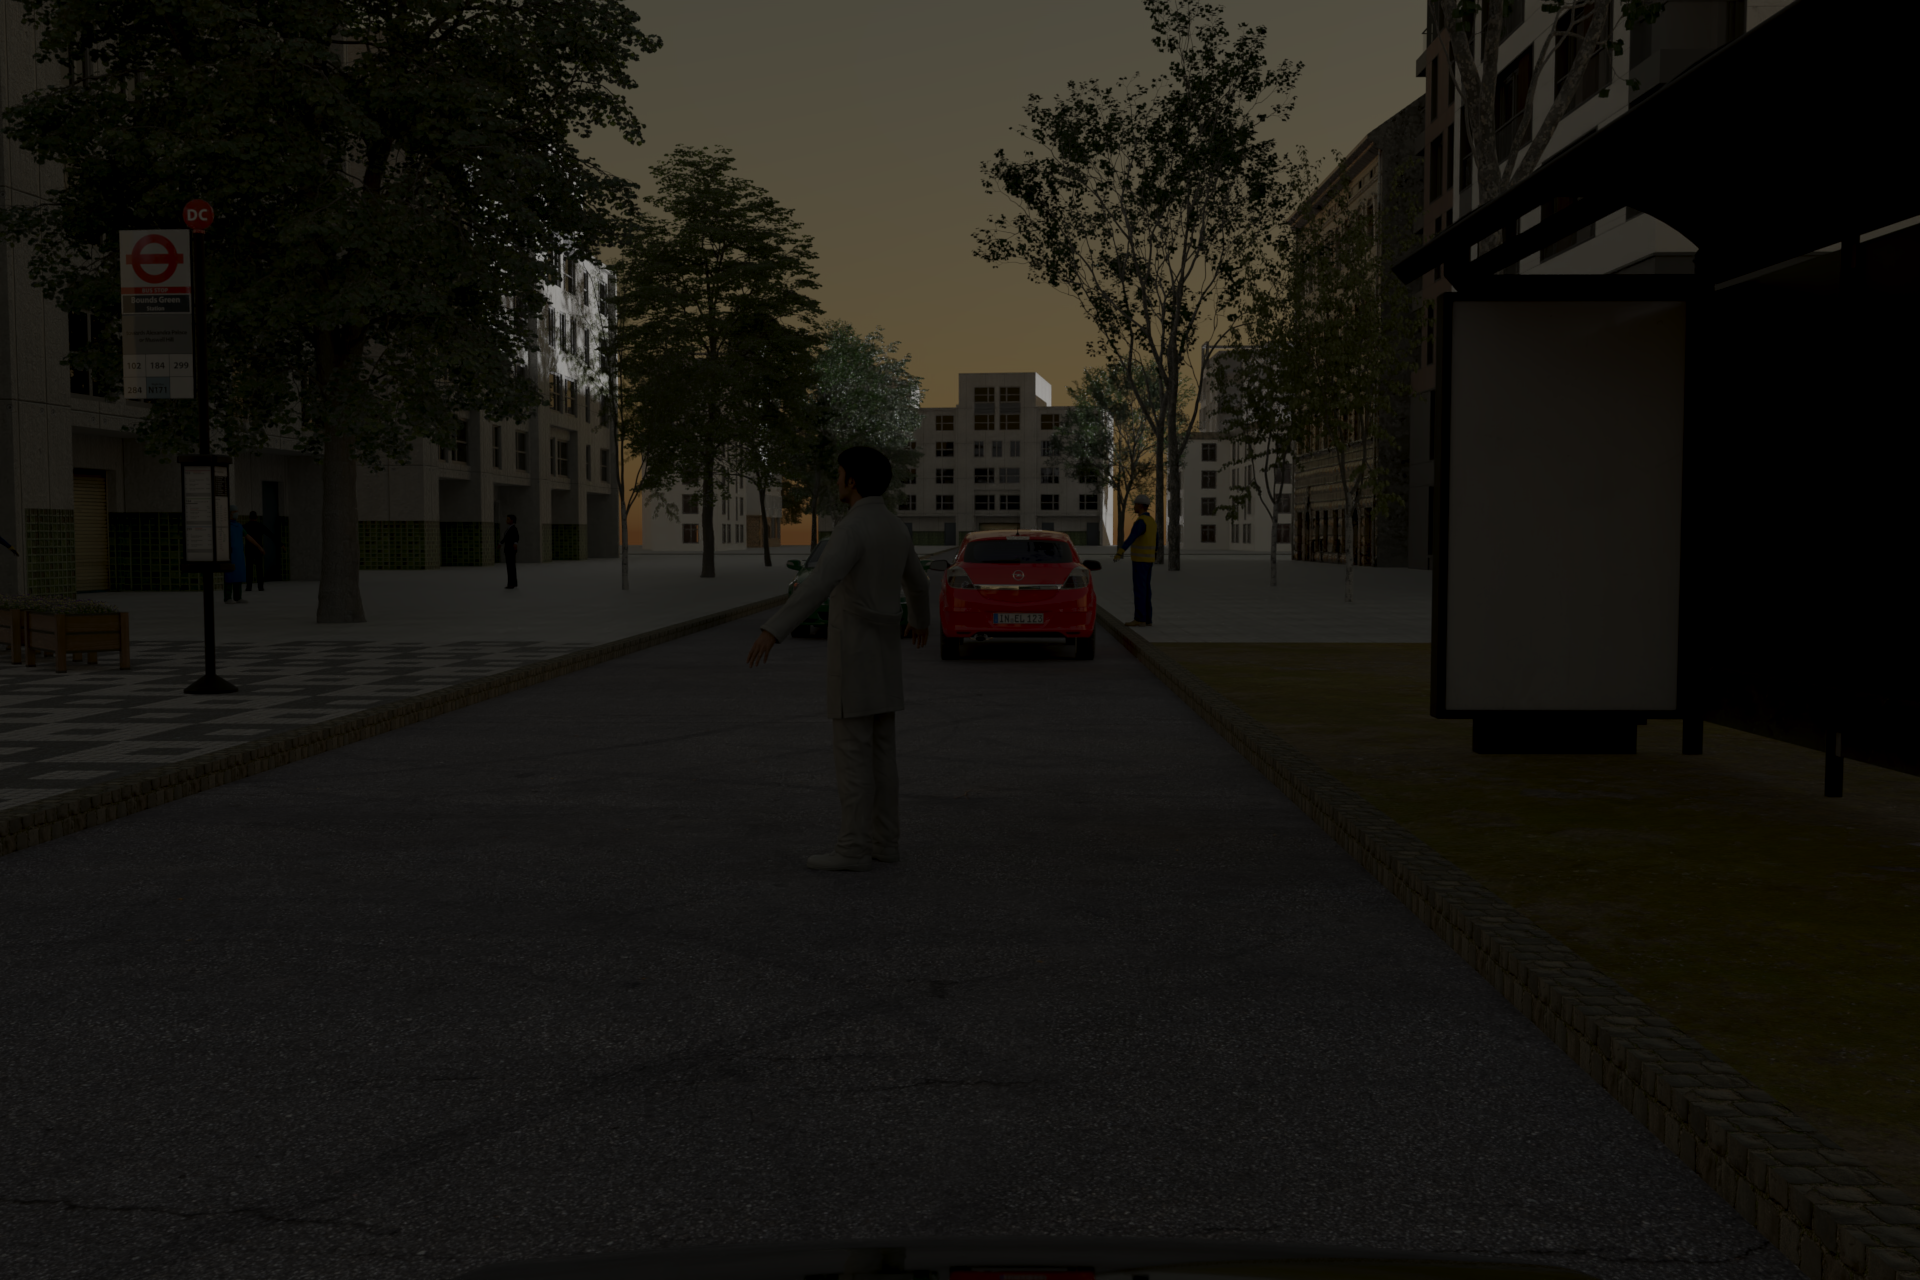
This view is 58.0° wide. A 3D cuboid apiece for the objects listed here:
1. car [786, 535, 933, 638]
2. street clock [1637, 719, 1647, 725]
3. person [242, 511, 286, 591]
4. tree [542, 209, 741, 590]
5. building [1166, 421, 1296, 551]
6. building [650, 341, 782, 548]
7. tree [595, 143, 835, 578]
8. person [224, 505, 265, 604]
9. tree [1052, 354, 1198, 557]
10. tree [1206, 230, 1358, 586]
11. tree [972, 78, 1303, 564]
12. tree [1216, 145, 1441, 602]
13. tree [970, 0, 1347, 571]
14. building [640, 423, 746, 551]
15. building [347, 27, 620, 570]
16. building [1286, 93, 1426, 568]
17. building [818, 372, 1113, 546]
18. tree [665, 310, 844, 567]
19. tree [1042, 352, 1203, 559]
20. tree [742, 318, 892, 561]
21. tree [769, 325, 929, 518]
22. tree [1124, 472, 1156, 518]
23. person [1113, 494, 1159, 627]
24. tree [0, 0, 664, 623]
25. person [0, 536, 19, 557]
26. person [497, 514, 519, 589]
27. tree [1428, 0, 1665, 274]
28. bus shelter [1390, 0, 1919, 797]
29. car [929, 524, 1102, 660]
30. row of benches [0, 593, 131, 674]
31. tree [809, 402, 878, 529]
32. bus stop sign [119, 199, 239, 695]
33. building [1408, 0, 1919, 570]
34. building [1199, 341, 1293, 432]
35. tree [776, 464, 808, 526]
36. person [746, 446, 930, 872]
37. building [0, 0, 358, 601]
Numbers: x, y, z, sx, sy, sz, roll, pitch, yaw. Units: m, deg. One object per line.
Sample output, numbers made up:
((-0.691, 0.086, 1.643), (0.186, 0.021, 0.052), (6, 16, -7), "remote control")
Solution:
((-1.416, -0.837, 25.487), (2.131, 1.459, 4.920), (0, 4, 1), "car")
((4.525, -0.434, 11.665), (0.358, 2.002, 0.471), (0, 4, 2), "street clock")
((-15.896, -2.004, 38.992), (1.346, 1.802, 0.704), (-2, 4, -24), "person")
((-7.908, -5.465, 39.711), (4.360, 8.622, 3.978), (0, 3, 0), "tree")
((22.847, -12.261, 142.611), (9.099, 9.664, 28.070), (0, 4, 1), "building")
((-23.787, -18.931, 165.935), (16.016, 20.090, 11.380), (0, 4, 2), "building")
((-7.242, -8.139, 51.196), (7.486, 12.596, 7.792), (0, 3, 0), "tree")
((-13.361, -1.575, 31.885), (0.704, 1.817, 1.347), (1, 4, 20), "person")
((9.264, -10.562, 98.440), (9.928, 11.665, 9.643), (0, 3, 0), "tree")
((7.806, -5.652, 42.769), (4.737, 8.622, 4.395), (0, 3, 0), "tree")
((7.180, -13.317, 73.621), (12.611, 20.169, 13.585), (0, 3, 0), "tree")
((7.167, -5.015, 32.352), (4.737, 8.622, 4.395), (0, 3, 0), "tree")
((6.606, -12.412, 58.818), (12.611, 20.169, 13.585), (0, 3, 0), "tree")
((-22.281, -12.404, 144.951), (9.099, 9.664, 28.070), (0, 4, 2), "building")
((-26.971, -12.863, 76.763), (16.747, 18.905, 31.486), (0, 4, 1), "building")
((25.289, -14.903, 74.587), (19.493, 23.208, 18.063), (0, 4, 1), "building")
((1.117, -20.077, 197.168), (31.486, 18.905, 16.747), (1, 4, 9), "building")
((-7.869, -8.195, 68.399), (7.601, 10.594, 8.767), (2, 4, 31), "tree")
((8.253, -9.453, 88.968), (8.767, 10.594, 7.601), (1, 4, 11), "tree")
((-6.854, -9.595, 82.632), (9.928, 11.665, 9.643), (0, 3, 0), "tree")
((-6.644, -12.170, 105.637), (9.857, 13.997, 8.962), (0, 3, 0), "tree")
((20.428, -14.920, 194.301), (4.737, 8.622, 4.395), (0, 3, 0), "tree")
((2.508, -1.110, 24.117), (0.705, 1.833, 1.349), (2, 4, 29), "person")
((-9.106, -7.226, 24.799), (9.857, 13.997, 8.962), (0, 3, 0), "tree")
((-15.332, -1.268, 27.192), (0.721, 1.772, 1.216), (1, 4, 21), "person")
((-10.572, -2.066, 40.495), (0.721, 1.740, 1.216), (-2, 4, -33), "person")
((8.100, -10.128, 21.487), (12.611, 20.169, 13.585), (0, 3, 0), "tree")
((3.516, -0.833, 7.551), (2.014, 3.302, 5.546), (0, 4, 1), "bus shelter")
((0.685, -0.743, 21.188), (2.155, 1.783, 4.494), (0, 4, 1), "car")
((-9.342, -0.124, 17.485), (1.422, 0.672, 4.104), (-3, 5, -43), "row of benches")
((-7.041, -8.837, 94.844), (4.360, 8.622, 3.978), (0, 3, 0), "tree")
((-6.291, -1.543, 13.931), (0.855, 3.939, 0.416), (0, 4, 3), "bus stop sign")
((26.861, -12.434, 47.269), (27.936, 21.610, 32.646), (0, 4, 1), "building")
((28.731, -19.190, 170.184), (16.016, 20.090, 11.380), (0, 4, 1), "building")
((-21.170, -17.821, 198.021), (9.857, 13.997, 8.962), (0, 3, 0), "tree")
((-0.439, 0.071, 7.479), (0.705, 1.806, 1.347), (2, 4, 29), "person")
((-25.477, -10.097, 31.547), (16.747, 18.905, 31.486), (0, 4, 2), "building")
